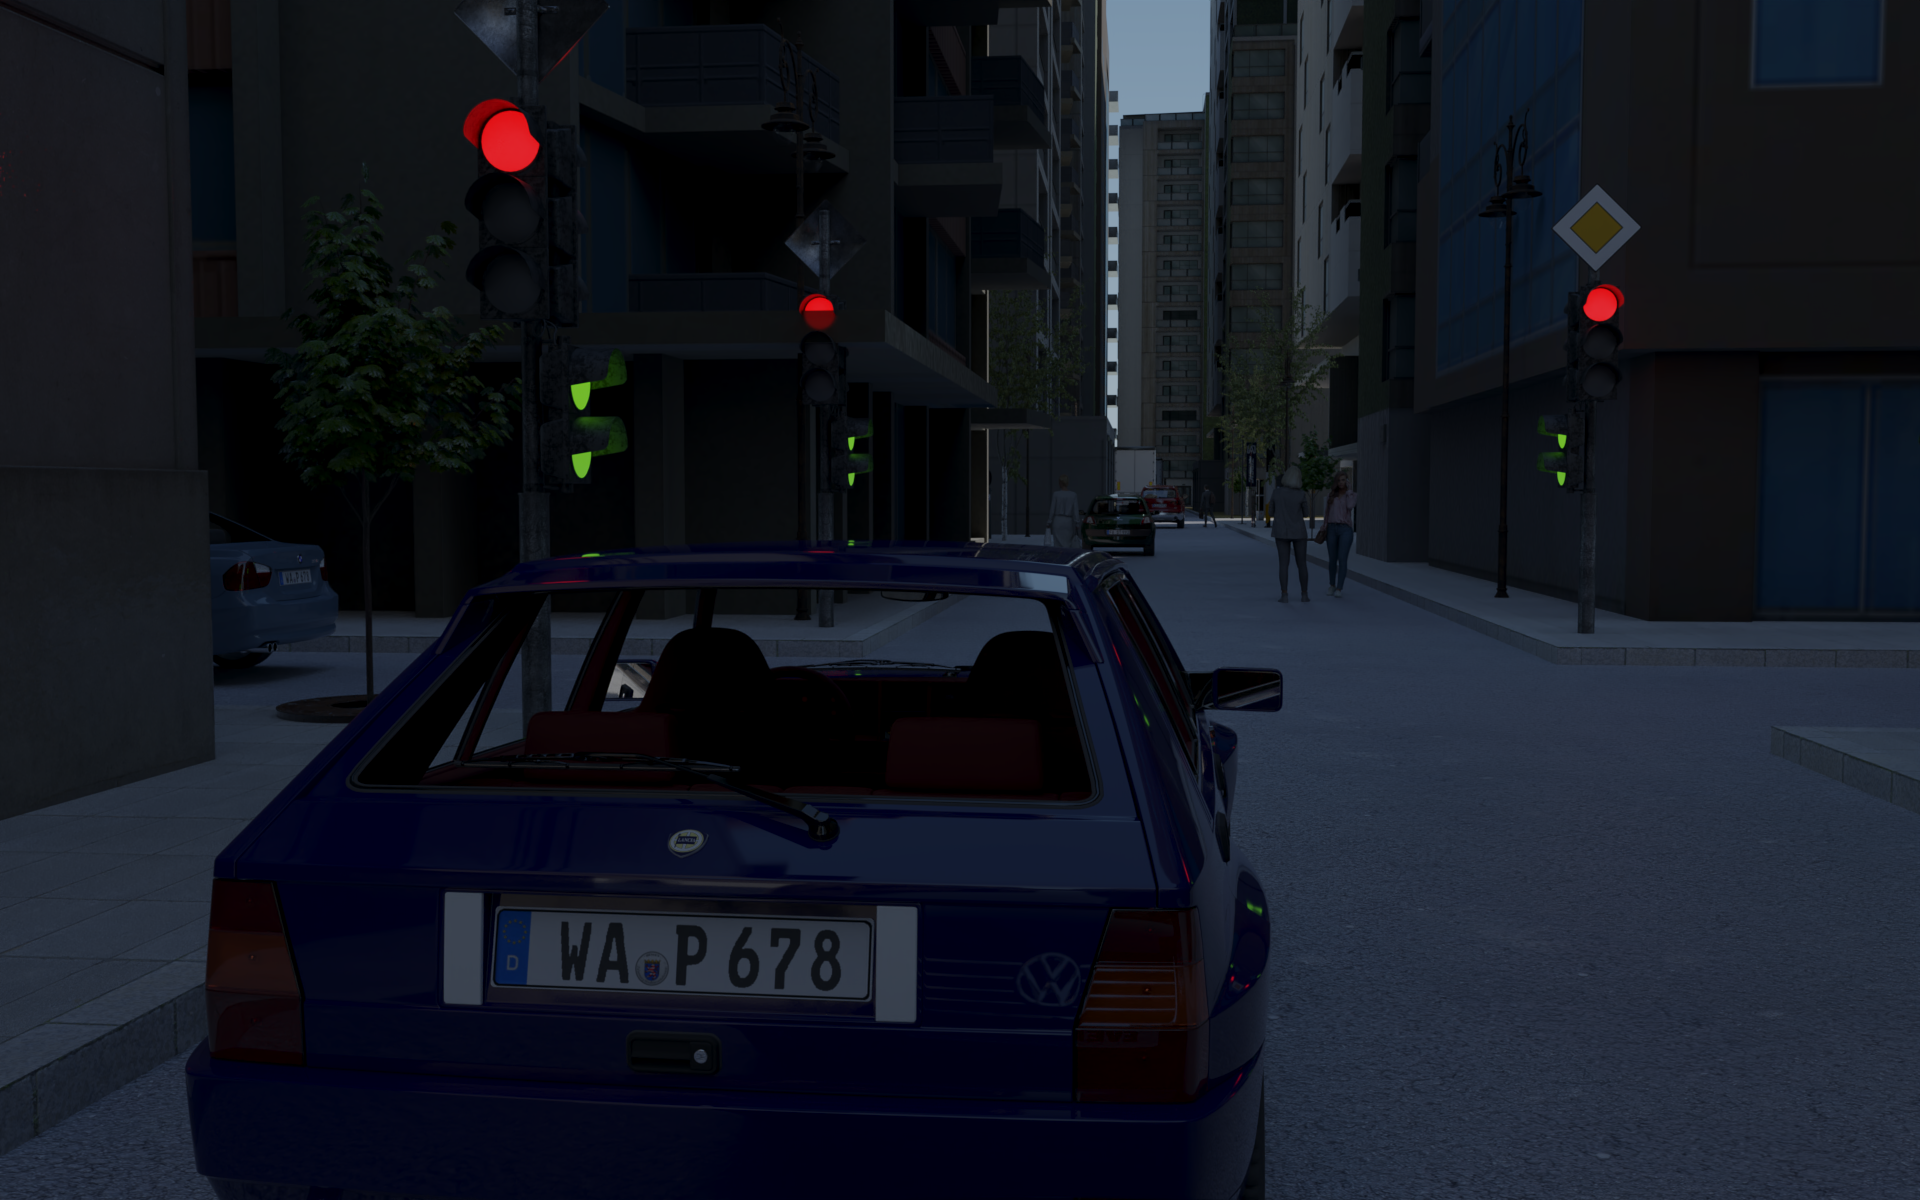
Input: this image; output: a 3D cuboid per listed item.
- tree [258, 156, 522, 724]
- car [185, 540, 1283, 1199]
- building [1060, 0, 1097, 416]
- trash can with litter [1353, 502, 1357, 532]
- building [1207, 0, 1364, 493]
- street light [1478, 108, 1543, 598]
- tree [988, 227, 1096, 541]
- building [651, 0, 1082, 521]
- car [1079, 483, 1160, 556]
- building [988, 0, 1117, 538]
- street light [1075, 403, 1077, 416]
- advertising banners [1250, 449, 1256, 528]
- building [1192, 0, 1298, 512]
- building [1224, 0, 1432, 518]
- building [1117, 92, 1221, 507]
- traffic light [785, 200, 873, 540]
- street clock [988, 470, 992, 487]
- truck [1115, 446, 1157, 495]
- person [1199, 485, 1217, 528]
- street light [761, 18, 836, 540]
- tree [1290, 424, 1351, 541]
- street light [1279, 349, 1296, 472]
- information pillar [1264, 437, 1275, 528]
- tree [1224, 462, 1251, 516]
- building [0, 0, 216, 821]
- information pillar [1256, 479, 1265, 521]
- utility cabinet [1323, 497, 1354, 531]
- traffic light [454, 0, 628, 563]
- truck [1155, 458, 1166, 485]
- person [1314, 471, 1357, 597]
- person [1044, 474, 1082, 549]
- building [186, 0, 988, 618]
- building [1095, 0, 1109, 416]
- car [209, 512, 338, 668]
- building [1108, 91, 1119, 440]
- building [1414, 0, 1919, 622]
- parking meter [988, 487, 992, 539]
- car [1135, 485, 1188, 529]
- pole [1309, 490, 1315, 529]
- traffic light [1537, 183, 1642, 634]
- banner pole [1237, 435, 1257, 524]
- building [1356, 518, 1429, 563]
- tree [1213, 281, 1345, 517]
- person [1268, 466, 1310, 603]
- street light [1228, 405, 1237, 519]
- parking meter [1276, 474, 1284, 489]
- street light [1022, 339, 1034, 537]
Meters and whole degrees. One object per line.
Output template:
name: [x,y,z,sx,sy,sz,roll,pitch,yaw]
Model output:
tree: [-3.451,-0.939,9.957,1.663,3.219,1.824,0,3,0]
car: [-0.157,0.504,4.333,1.945,1.354,3.894,0,4,8]
building: [2.831,-27.174,127.895,14.154,41.232,14.086,0,4,6]
trash can with litter: [13.072,-2.820,57.495,1.055,1.170,0.624,-1,4,-9]
building: [35.445,-34.277,149.675,28.713,52.752,27.495,0,4,6]
street light: [6.715,-2.966,21.288,0.468,5.910,1.993,0,4,6]
tree: [1.460,-5.932,47.347,4.737,8.622,4.395,0,3,0]
building: [-3.929,-27.632,106.404,22.147,44.769,28.867,0,4,6]
car: [3.800,-1.943,41.556,2.009,1.686,4.222,0,4,5]
building: [-4.459,-38.240,63.484,20.563,71.187,20.611,0,4,6]
street light: [5.755,-6.934,86.156,0.468,5.910,1.993,0,4,6]
advertising banners: [11.328,-4.331,66.992,0.090,3.025,2.074,0,4,4]
building: [27.745,-42.051,125.788,20.563,71.187,20.611,0,4,6]
building: [23.936,-20.692,110.011,14.160,30.474,14.107,0,4,6]
building: [23.398,-30.362,180.013,14.086,41.232,14.154,0,4,6]
traffic light: [-1.272,-1.692,16.582,0.839,4.253,0.868,0,4,6]
street clock: [0.775,-2.941,52.657,0.358,2.002,0.471,2,4,25]
truck: [10.857,-7.264,107.681,2.839,4.237,11.283,0,4,6]
person: [10.654,-4.029,74.334,0.622,1.834,0.822,-1,4,-23]
street light: [-1.606,-2.733,17.480,0.468,5.910,1.993,0,4,6]
tree: [9.664,-3.241,47.586,1.663,3.219,1.824,0,3,0]
street light: [10.476,-5.062,55.552,0.468,5.910,1.993,0,4,6]
information pillar: [11.831,-4.570,66.067,0.183,3.616,0.504,3,5,44]
tree: [16.746,-6.662,103.530,1.663,3.219,1.824,0,3,0]
building: [-18.523,-10.317,1.974,30.059,22.955,16.112,0,4,6]
information pillar: [14.558,-4.862,83.982,0.304,2.012,0.304,-1,4,-16]
utility cabinet: [11.589,-2.561,53.038,1.020,1.237,0.306,-2,4,-33]
traffic light: [-2.120,-1.206,8.642,0.839,4.253,0.868,0,4,6]
truck: [14.984,-9.146,138.445,2.839,4.237,11.283,0,4,8]
person: [5.286,-0.926,24.235,0.593,1.750,0.643,2,4,30]
person: [1.799,-1.327,30.551,0.694,1.780,0.624,1,4,10]
building: [-9.809,-22.986,30.440,22.147,44.769,28.867,0,4,6]
building: [6.455,-31.207,160.341,14.200,45.320,14.600,0,4,6]
car: [-7.283,-0.102,13.669,4.499,1.417,2.014,0,4,5]
building: [1.733,-34.680,186.625,30.456,49.044,23.786,0,4,6]
building: [14.290,-22.736,21.844,14.200,45.320,14.600,0,4,6]
parking meter: [0.715,-2.514,49.510,0.372,1.533,0.369,0,3,0]
car: [8.543,-3.978,73.712,2.281,1.827,5.304,0,4,8]
pole: [13.061,-4.300,64.142,0.158,3.312,0.155,0,3,0]
traffic light: [5.751,-1.647,15.851,0.839,4.253,0.868,0,4,6]
banner pole: [12.221,-5.111,73.581,0.863,3.779,0.401,2,4,31]
building: [15.715,-16.265,37.642,14.160,30.474,14.107,0,4,6]
tree: [10.929,-6.670,59.419,4.737,8.622,4.395,0,3,0]
person: [4.371,-0.876,23.013,0.537,1.800,0.526,2,4,24]
street light: [14.142,-7.159,89.841,0.468,5.910,1.993,0,4,6]
parking meter: [9.307,-2.713,50.061,0.255,1.863,0.399,-1,4,-14]
street light: [2.022,-4.823,51.648,0.468,5.910,1.993,0,4,6]
